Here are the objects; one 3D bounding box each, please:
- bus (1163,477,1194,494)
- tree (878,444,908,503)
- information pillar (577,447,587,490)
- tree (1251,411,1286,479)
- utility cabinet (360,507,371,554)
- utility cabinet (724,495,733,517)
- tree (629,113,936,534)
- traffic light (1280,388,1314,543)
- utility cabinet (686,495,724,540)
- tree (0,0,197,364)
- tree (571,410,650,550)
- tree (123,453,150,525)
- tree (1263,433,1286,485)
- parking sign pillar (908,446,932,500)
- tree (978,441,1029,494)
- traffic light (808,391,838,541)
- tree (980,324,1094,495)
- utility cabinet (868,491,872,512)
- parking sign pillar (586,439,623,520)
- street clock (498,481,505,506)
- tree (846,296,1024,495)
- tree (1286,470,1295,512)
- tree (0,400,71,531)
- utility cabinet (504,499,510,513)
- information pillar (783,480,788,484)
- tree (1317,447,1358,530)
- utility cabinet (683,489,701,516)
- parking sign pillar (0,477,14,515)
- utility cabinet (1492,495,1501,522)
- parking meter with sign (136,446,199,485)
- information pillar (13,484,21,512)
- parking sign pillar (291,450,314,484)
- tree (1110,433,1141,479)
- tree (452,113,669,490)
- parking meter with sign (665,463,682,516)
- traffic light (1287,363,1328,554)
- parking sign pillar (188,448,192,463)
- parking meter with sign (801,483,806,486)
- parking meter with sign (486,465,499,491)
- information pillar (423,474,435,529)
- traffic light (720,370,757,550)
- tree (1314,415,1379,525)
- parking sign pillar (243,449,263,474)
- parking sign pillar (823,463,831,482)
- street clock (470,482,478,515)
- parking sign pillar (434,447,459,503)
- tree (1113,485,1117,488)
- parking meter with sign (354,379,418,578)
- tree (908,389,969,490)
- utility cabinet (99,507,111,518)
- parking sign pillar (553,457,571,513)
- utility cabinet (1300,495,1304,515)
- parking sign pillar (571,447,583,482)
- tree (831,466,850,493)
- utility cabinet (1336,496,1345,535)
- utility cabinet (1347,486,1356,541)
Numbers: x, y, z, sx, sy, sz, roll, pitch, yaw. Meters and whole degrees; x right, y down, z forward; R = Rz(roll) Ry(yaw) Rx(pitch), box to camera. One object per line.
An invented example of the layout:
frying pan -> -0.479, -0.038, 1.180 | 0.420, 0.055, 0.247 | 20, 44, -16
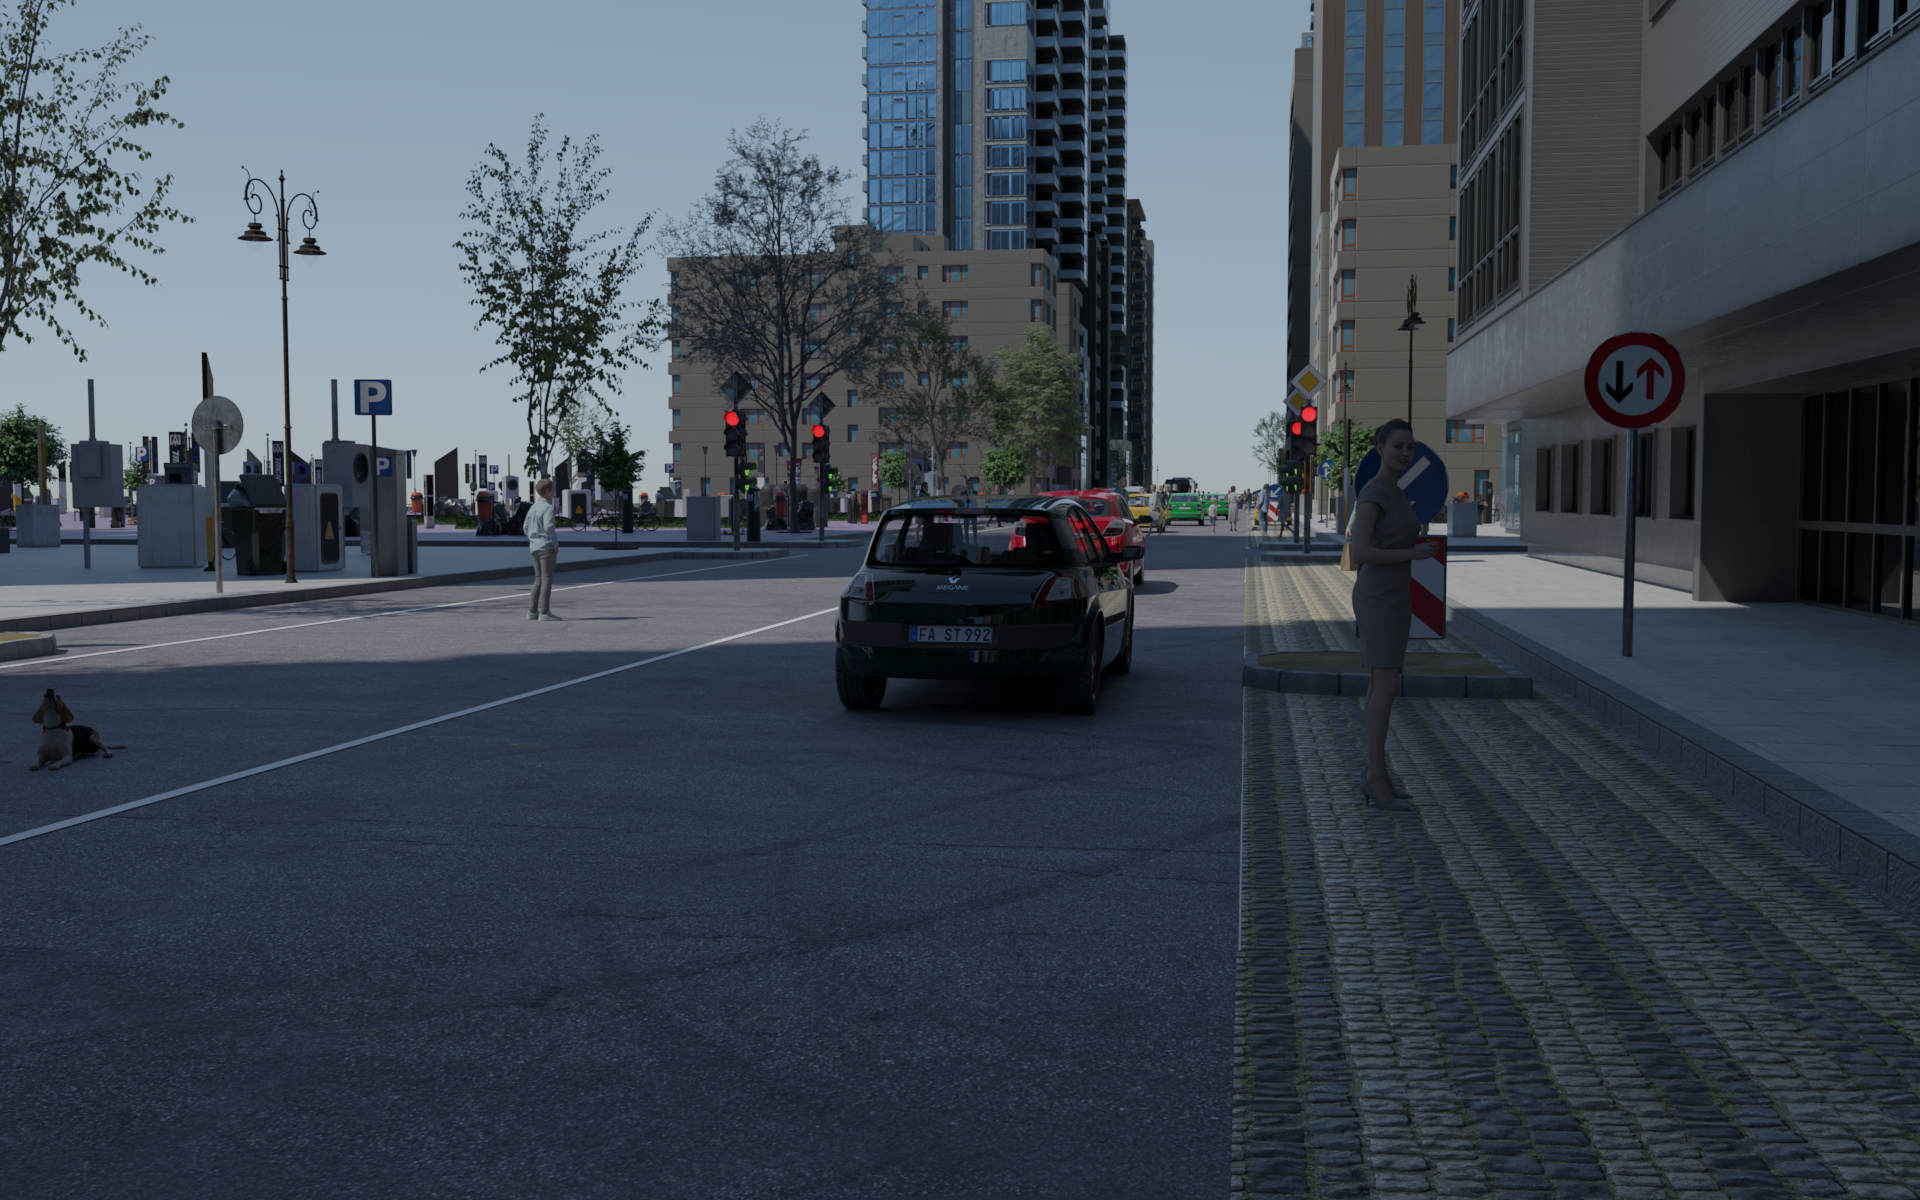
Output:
bus -> 23.248, -11.523, 183.268 | 2.948, 3.499, 13.247 | 1, 4, 10
tree -> -3.865, -7.833, 111.777 | 4.285, 4.588, 4.351 | 0, 3, 0
information pillar -> -18.934, -5.841, 86.850 | 0.504, 3.616, 0.183 | 1, 4, 16
tree -> 38.934, -17.340, 209.259 | 9.928, 11.665, 9.643 | 0, 3, 0
utility cabinet -> -12.336, -1.703, 36.524 | 0.318, 1.500, 1.173 | -3, 4, -36
utility cabinet -> -12.441, -5.052, 93.761 | 1.020, 1.237, 0.306 | 0, 4, -7
tree -> -5.563, -8.940, 56.532 | 12.009, 13.543, 11.850 | 0, 3, 0
traffic light -> 8.781, -3.441, 45.178 | 0.839, 4.253, 0.868 | 1, 4, 9
utility cabinet -> -7.168, -2.279, 48.421 | 1.020, 1.237, 0.306 | 2, 4, 32
tree -> -11.052, -4.234, 19.591 | 4.360, 8.622, 3.978 | 0, 3, 0
tree -> -7.889, -2.776, 39.982 | 1.663, 3.219, 1.824 | 0, 3, 0
tree -> -33.746, -4.698, 71.419 | 1.663, 3.219, 1.824 | 0, 3, 0
tree -> 37.840, -15.398, 202.123 | 4.737, 8.622, 4.395 | 0, 3, 0
parking sign pillar -> -2.214, -6.582, 96.093 | 1.447, 3.967, 1.447 | 1, 4, 15
tree -> 2.673, -7.422, 105.058 | 4.285, 4.588, 4.351 | 0, 3, 0
traffic light -> -3.763, -3.566, 47.233 | 0.839, 4.253, 0.868 | 1, 4, 9
tree -> 5.045, -12.077, 115.593 | 7.486, 12.596, 7.792 | 0, 3, 0
utility cabinet -> -6.007, -6.583, 116.317 | 0.318, 1.500, 1.173 | -2, 4, -27
parking sign pillar -> -16.247, -5.627, 80.465 | 1.447, 3.967, 1.447 | 2, 4, 30
street clock -> -25.320, -5.590, 95.969 | 0.358, 2.002, 0.471 | 3, 5, 45
tree -> -0.848, -8.967, 81.019 | 8.767, 10.594, 7.601 | -2, 4, -31
tree -> 27.059, -9.026, 142.173 | 1.663, 3.219, 1.824 | 0, 3, 0
tree -> -32.880, -4.717, 60.834 | 4.285, 4.588, 4.351 | 0, 3, 0
utility cabinet -> -29.500, -6.368, 112.798 | 0.318, 1.500, 1.173 | -1, 4, -18
information pillar -> -9.111, -5.298, 91.122 | 0.304, 2.012, 0.304 | 1, 4, 22
tree -> 13.920, -4.139, 62.269 | 1.663, 3.219, 1.824 | 0, 3, 0
utility cabinet -> -11.162, -3.881, 72.137 | 0.318, 1.500, 1.173 | 1, 4, 15
parking sign pillar -> -45.962, -5.778, 82.950 | 1.447, 3.967, 1.447 | 0, 4, 6
utility cabinet -> 25.031, -4.247, 80.599 | 1.020, 1.237, 0.306 | -3, 5, -40
parking meter with sign -> -18.948, -2.806, 42.146 | 1.738, 3.016, 0.543 | 0, 4, -4
information pillar -> -40.869, -5.127, 75.179 | 0.183, 3.616, 0.504 | 1, 4, 19
parking sign pillar -> -39.806, -7.104, 104.618 | 1.447, 3.967, 1.447 | 3, 4, 38
tree -> 18.425, -15.152, 198.092 | 4.360, 8.622, 3.978 | 0, 3, 0
tree -> -8.162, -5.154, 34.627 | 4.737, 8.622, 4.395 | 0, 3, 0
parking meter with sign -> -16.039, -6.205, 97.708 | 0.543, 3.016, 1.738 | -2, 4, -33
traffic light -> 7.475, -2.959, 37.300 | 0.839, 4.253, 0.868 | 1, 4, 9
parking sign pillar -> -42.480, -6.503, 94.792 | 1.447, 3.967, 1.447 | -3, 5, -40
parking meter with sign -> -10.907, -7.494, 118.780 | 1.738, 3.016, 0.543 | -3, 4, -36
parking meter with sign -> -28.291, -6.620, 104.499 | 0.543, 3.016, 1.738 | -2, 4, -28
information pillar -> -19.806, -3.677, 64.604 | 0.304, 2.012, 0.304 | -2, 4, -34
traffic light -> -5.068, -3.085, 39.355 | 0.839, 4.253, 0.868 | 1, 4, 9
tree -> 16.168, -5.379, 71.667 | 4.285, 4.588, 4.351 | 0, 3, 0
parking sign pillar -> -41.844, -6.975, 102.506 | 1.447, 3.967, 1.447 | 2, 4, 33
parking sign pillar -> -8.625, -7.516, 111.365 | 1.447, 3.967, 1.447 | 1, 4, 9
street clock -> -30.136, -6.285, 107.334 | 0.471, 2.002, 0.358 | 2, 4, 32
parking sign pillar -> -29.189, -6.727, 98.460 | 1.447, 3.967, 1.447 | -1, 4, -13
tree -> 17.918, -12.141, 193.108 | 1.663, 3.219, 1.824 | 0, 3, 0
parking meter with sign -> -8.952, -1.891, 27.184 | 0.543, 3.016, 1.738 | 0, 4, -3
tree -> -1.526, -10.418, 120.701 | 4.360, 8.622, 3.978 | 0, 3, 0
utility cabinet -> -46.632, -5.097, 94.496 | 0.306, 1.237, 1.020 | 0, 4, -5
parking sign pillar -> -27.424, -8.013, 119.483 | 1.447, 3.967, 1.447 | -3, 5, -45
utility cabinet -> 20.960, -5.802, 106.028 | 1.020, 1.237, 0.306 | 1, 4, 14
parking sign pillar -> -21.211, -6.811, 99.830 | 1.447, 3.967, 1.447 | 3, 5, 41
tree -> -8.342, -7.568, 118.345 | 1.663, 3.219, 1.824 | 0, 3, 0
utility cabinet -> 12.123, -2.687, 55.093 | 0.306, 1.237, 1.020 | 1, 4, 9
utility cabinet -> 10.698, -2.329, 46.751 | 0.318, 1.500, 1.173 | 1, 4, 21
